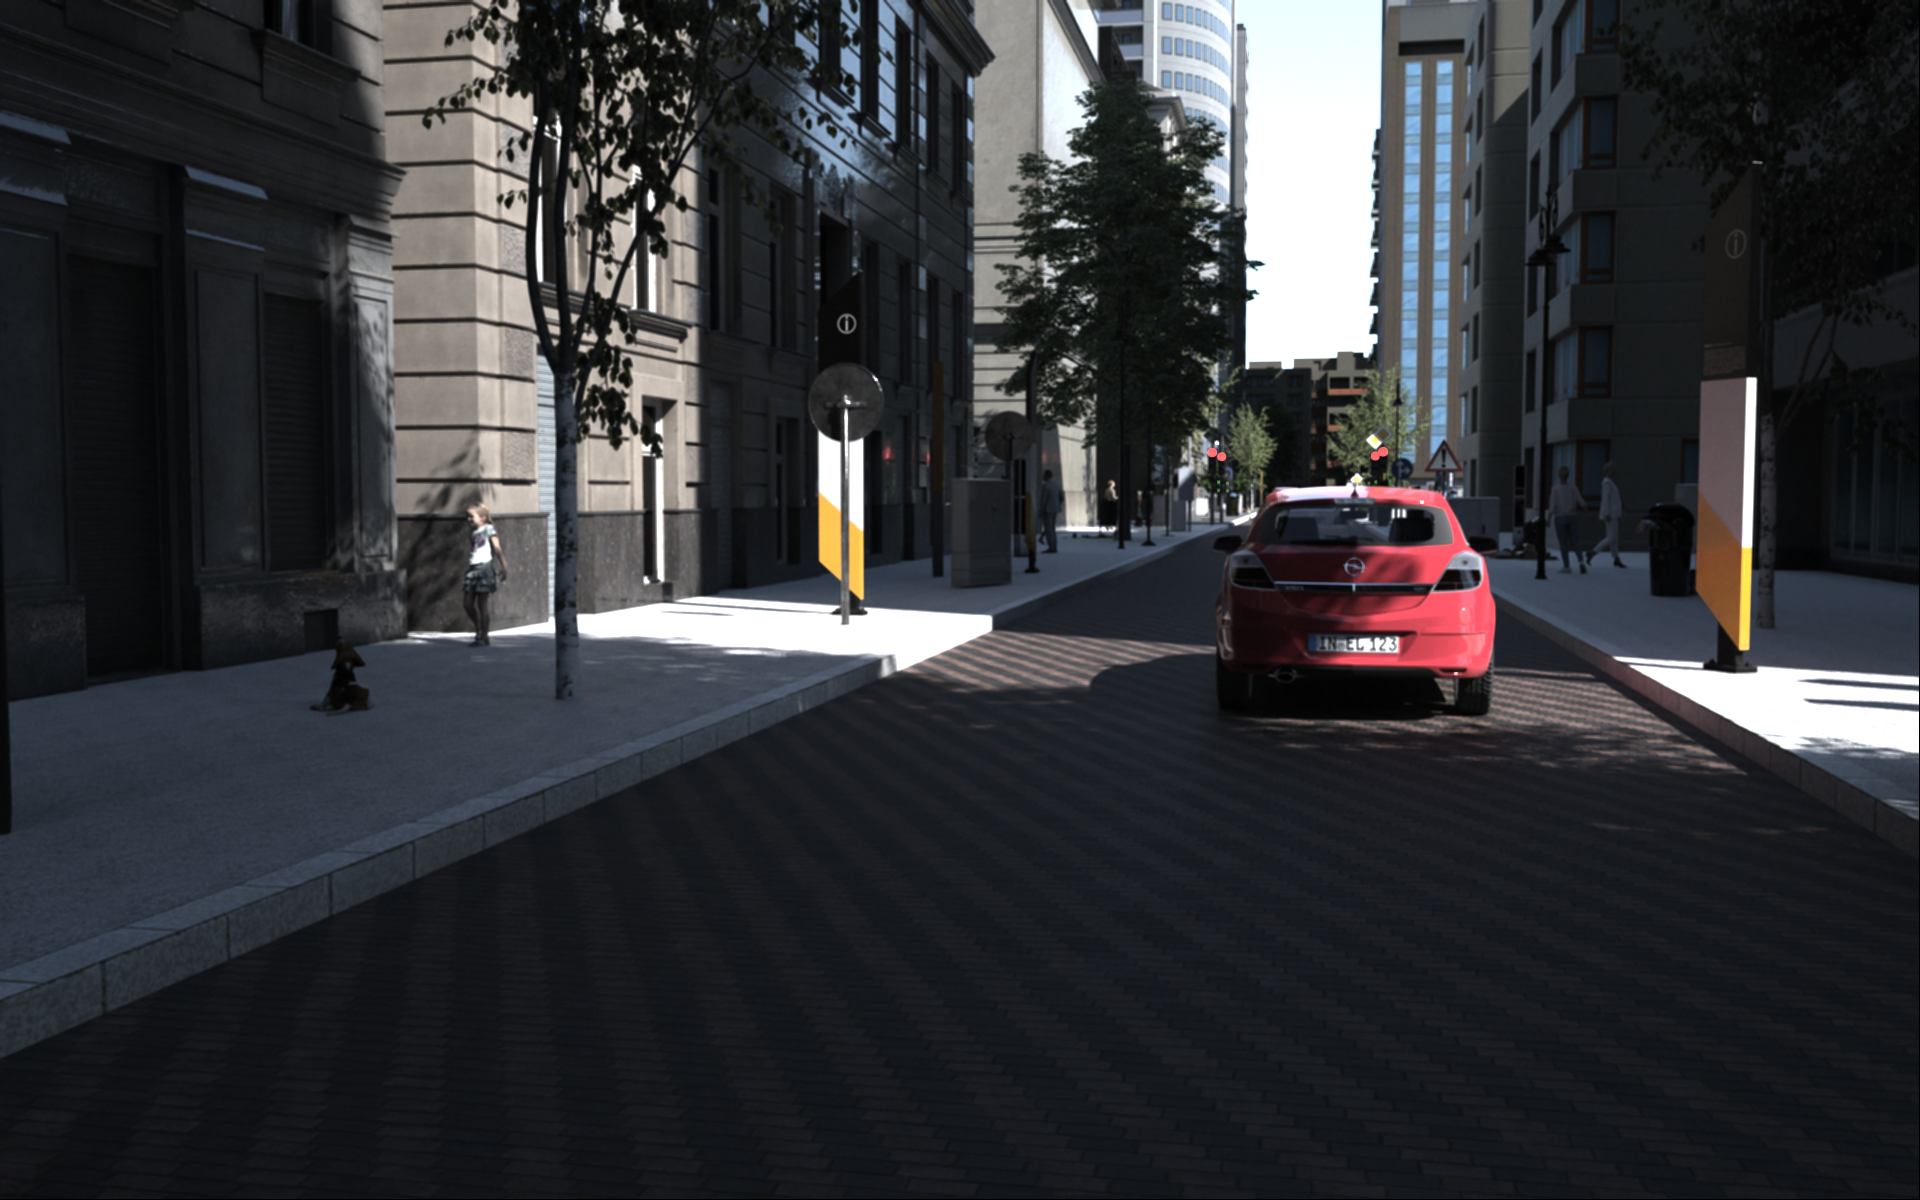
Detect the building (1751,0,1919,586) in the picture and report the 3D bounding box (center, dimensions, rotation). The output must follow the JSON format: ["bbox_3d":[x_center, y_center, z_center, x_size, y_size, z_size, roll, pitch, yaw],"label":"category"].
[{"bbox_3d":[21.978,-24.008,16.229,21.300,48.544,21.600,1,4,11],"label":"building"}]

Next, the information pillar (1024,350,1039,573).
[{"bbox_3d":[1.156,-2.248,28.106,0.183,3.616,0.504,1,4,14],"label":"information pillar"}]

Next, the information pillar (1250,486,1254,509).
[{"bbox_3d":[25.735,-9.051,152.476,0.304,2.012,0.304,0,4,-5],"label":"information pillar"}]

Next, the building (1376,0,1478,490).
[{"bbox_3d":[45.116,-30.952,156.181,14.600,45.320,14.200,1,4,11],"label":"building"}]

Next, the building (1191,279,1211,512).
[{"bbox_3d":[13.244,-16.317,131.414,10.561,19.102,19.286,1,4,11],"label":"building"}]

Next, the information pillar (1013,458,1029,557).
[{"bbox_3d":[1.288,-1.890,35.385,0.304,2.012,0.304,-1,4,-23],"label":"information pillar"}]

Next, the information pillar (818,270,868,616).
[{"bbox_3d":[-1.248,-1.648,18.307,0.504,3.616,0.183,1,4,15],"label":"information pillar"}]

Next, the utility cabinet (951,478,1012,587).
[{"bbox_3d":[0.314,-0.945,24.122,0.318,1.500,1.173,2,4,31],"label":"utility cabinet"}]

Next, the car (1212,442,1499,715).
[{"bbox_3d":[2.920,-0.234,12.869,2.155,1.783,4.494,1,4,13],"label":"car"}]

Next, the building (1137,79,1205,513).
[{"bbox_3d":[7.916,-19.750,110.300,14.401,28.519,23.554,1,4,11],"label":"building"}]

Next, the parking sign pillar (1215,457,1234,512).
[{"bbox_3d":[19.027,-8.293,124.059,1.447,3.967,1.447,-3,4,-38],"label":"parking sign pillar"}]

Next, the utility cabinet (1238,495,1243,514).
[{"bbox_3d":[18.533,-6.339,114.799,0.306,1.237,1.020,0,4,4],"label":"utility cabinet"}]

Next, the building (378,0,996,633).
[{"bbox_3d":[-7.525,-14.117,28.082,12.463,27.353,25.104,1,4,11],"label":"building"}]

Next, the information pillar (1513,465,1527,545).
[{"bbox_3d":[14.010,-2.377,43.360,0.304,2.012,0.304,1,4,18],"label":"information pillar"}]

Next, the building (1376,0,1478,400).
[{"bbox_3d":[53.251,-38.761,175.740,21.231,58.520,28.212,1,4,11],"label":"building"}]

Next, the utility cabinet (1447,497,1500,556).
[{"bbox_3d":[10.591,-1.505,35.763,1.020,1.237,0.306,0,4,5],"label":"utility cabinet"}]

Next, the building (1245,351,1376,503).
[{"bbox_3d":[56.173,-24.750,249.700,28.899,21.520,27.650,1,4,11],"label":"building"}]

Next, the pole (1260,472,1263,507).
[{"bbox_3d":[26.411,-9.657,151.737,0.158,3.312,0.155,0,3,0],"label":"pole"}]

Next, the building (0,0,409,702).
[{"bbox_3d":[-11.256,-9.651,6.946,9.793,20.994,18.267,1,4,11],"label":"building"}]

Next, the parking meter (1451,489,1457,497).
[{"bbox_3d":[24.495,-4.730,85.749,0.372,1.533,0.369,0,3,0],"label":"parking meter"}]

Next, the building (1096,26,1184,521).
[{"bbox_3d":[4.972,-15.983,90.999,12.332,23.373,15.834,1,4,11],"label":"building"}]

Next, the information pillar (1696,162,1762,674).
[{"bbox_3d":[5.562,-1.295,12.532,0.183,3.616,0.504,-1,4,-17],"label":"information pillar"}]

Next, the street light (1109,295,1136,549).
[{"bbox_3d":[3.783,-4.138,40.439,0.468,5.910,1.993,1,4,11],"label":"street light"}]

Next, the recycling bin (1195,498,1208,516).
[{"bbox_3d":[14.237,-5.482,102.184,0.722,1.027,0.722,0,4,4],"label":"recycling bin"}]

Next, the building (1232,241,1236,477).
[{"bbox_3d":[22.704,-25.552,189.472,14.160,30.474,14.107,1,4,11],"label":"building"}]

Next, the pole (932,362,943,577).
[{"bbox_3d":[-0.345,-2.015,26.794,0.158,3.312,0.155,0,3,0],"label":"pole"}]

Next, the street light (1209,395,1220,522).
[{"bbox_3d":[11.610,-6.518,79.350,0.468,5.910,1.993,1,4,11],"label":"street light"}]

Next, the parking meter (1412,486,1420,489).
[{"bbox_3d":[13.538,-2.647,51.695,0.372,1.533,0.369,0,3,0],"label":"parking meter"}]

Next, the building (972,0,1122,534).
[{"bbox_3d":[-9.919,-14.121,64.162,30.059,22.955,16.112,1,4,11],"label":"building"}]

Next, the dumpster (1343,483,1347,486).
[{"bbox_3d":[33.206,-8.893,147.900,1.502,2.255,1.985,1,4,11],"label":"dumpster"}]

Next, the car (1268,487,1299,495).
[{"bbox_3d":[18.716,-5.525,99.001,2.281,1.827,5.304,1,4,13],"label":"car"}]

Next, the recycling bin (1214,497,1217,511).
[{"bbox_3d":[19.763,-7.312,132.104,0.722,1.027,0.722,-2,4,-29],"label":"recycling bin"}]

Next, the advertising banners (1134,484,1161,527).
[{"bbox_3d":[7.454,-4.415,68.377,0.090,3.025,2.074,3,4,37],"label":"advertising banners"}]

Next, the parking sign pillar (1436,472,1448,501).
[{"bbox_3d":[32.347,-7.818,116.296,1.447,3.967,1.447,0,4,0],"label":"parking sign pillar"}]

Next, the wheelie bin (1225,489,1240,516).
[{"bbox_3d":[15.843,-5.684,100.836,0.693,1.594,0.980,-2,4,-28],"label":"wheelie bin"}]

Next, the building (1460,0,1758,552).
[{"bbox_3d":[29.863,-12.495,49.325,27.650,21.520,28.899,1,4,11],"label":"building"}]

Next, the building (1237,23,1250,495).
[{"bbox_3d":[21.577,-41.260,216.594,28.212,58.520,21.231,1,4,11],"label":"building"}]

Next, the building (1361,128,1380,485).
[{"bbox_3d":[59.902,-35.777,204.560,23.786,49.044,30.456,1,4,11],"label":"building"}]

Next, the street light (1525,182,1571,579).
[{"bbox_3d":[8.789,-3.256,26.025,0.468,5.910,1.993,1,4,11],"label":"street light"}]

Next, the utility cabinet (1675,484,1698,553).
[{"bbox_3d":[15.921,-1.734,37.029,1.173,1.500,0.318,2,4,29],"label":"utility cabinet"}]

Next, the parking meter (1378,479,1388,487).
[{"bbox_3d":[16.704,-3.838,68.467,0.399,1.863,0.255,0,4,-3],"label":"parking meter"}]

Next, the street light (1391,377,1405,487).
[{"bbox_3d":[17.318,-5.863,68.641,0.468,5.910,1.993,1,4,11],"label":"street light"}]

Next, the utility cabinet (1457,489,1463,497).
[{"bbox_3d":[24.546,-4.569,83.375,1.173,1.500,0.318,1,4,15],"label":"utility cabinet"}]

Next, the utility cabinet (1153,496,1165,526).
[{"bbox_3d":[8.283,-3.568,69.501,1.020,1.237,0.306,0,4,2],"label":"utility cabinet"}]

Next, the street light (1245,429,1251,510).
[{"bbox_3d":[20.473,-9.214,123.437,0.468,5.910,1.993,1,4,11],"label":"street light"}]

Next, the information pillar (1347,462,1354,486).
[{"bbox_3d":[28.775,-8.338,127.688,0.504,3.616,0.183,1,4,17],"label":"information pillar"}]

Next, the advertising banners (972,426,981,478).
[{"bbox_3d":[0.038,-2.934,44.161,0.090,3.025,2.074,2,4,29],"label":"advertising banners"}]

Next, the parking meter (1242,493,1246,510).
[{"bbox_3d":[22.159,-7.892,134.744,0.399,1.863,0.255,3,4,37],"label":"parking meter"}]

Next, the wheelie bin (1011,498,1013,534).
[{"bbox_3d":[1.134,-2.649,51.214,0.693,1.594,0.980,1,4,21],"label":"wheelie bin"}]

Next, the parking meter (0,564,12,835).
[{"bbox_3d":[-3.809,-0.048,6.489,0.399,1.863,0.255,-2,4,-28],"label":"parking meter"}]

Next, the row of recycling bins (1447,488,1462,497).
[{"bbox_3d":[34.949,-6.914,120.158,3.534,1.692,1.069,-1,4,-14],"label":"row of recycling bins"}]

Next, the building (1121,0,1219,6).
[{"bbox_3d":[15.533,-38.319,168.509,21.231,58.520,28.212,1,4,11],"label":"building"}]
